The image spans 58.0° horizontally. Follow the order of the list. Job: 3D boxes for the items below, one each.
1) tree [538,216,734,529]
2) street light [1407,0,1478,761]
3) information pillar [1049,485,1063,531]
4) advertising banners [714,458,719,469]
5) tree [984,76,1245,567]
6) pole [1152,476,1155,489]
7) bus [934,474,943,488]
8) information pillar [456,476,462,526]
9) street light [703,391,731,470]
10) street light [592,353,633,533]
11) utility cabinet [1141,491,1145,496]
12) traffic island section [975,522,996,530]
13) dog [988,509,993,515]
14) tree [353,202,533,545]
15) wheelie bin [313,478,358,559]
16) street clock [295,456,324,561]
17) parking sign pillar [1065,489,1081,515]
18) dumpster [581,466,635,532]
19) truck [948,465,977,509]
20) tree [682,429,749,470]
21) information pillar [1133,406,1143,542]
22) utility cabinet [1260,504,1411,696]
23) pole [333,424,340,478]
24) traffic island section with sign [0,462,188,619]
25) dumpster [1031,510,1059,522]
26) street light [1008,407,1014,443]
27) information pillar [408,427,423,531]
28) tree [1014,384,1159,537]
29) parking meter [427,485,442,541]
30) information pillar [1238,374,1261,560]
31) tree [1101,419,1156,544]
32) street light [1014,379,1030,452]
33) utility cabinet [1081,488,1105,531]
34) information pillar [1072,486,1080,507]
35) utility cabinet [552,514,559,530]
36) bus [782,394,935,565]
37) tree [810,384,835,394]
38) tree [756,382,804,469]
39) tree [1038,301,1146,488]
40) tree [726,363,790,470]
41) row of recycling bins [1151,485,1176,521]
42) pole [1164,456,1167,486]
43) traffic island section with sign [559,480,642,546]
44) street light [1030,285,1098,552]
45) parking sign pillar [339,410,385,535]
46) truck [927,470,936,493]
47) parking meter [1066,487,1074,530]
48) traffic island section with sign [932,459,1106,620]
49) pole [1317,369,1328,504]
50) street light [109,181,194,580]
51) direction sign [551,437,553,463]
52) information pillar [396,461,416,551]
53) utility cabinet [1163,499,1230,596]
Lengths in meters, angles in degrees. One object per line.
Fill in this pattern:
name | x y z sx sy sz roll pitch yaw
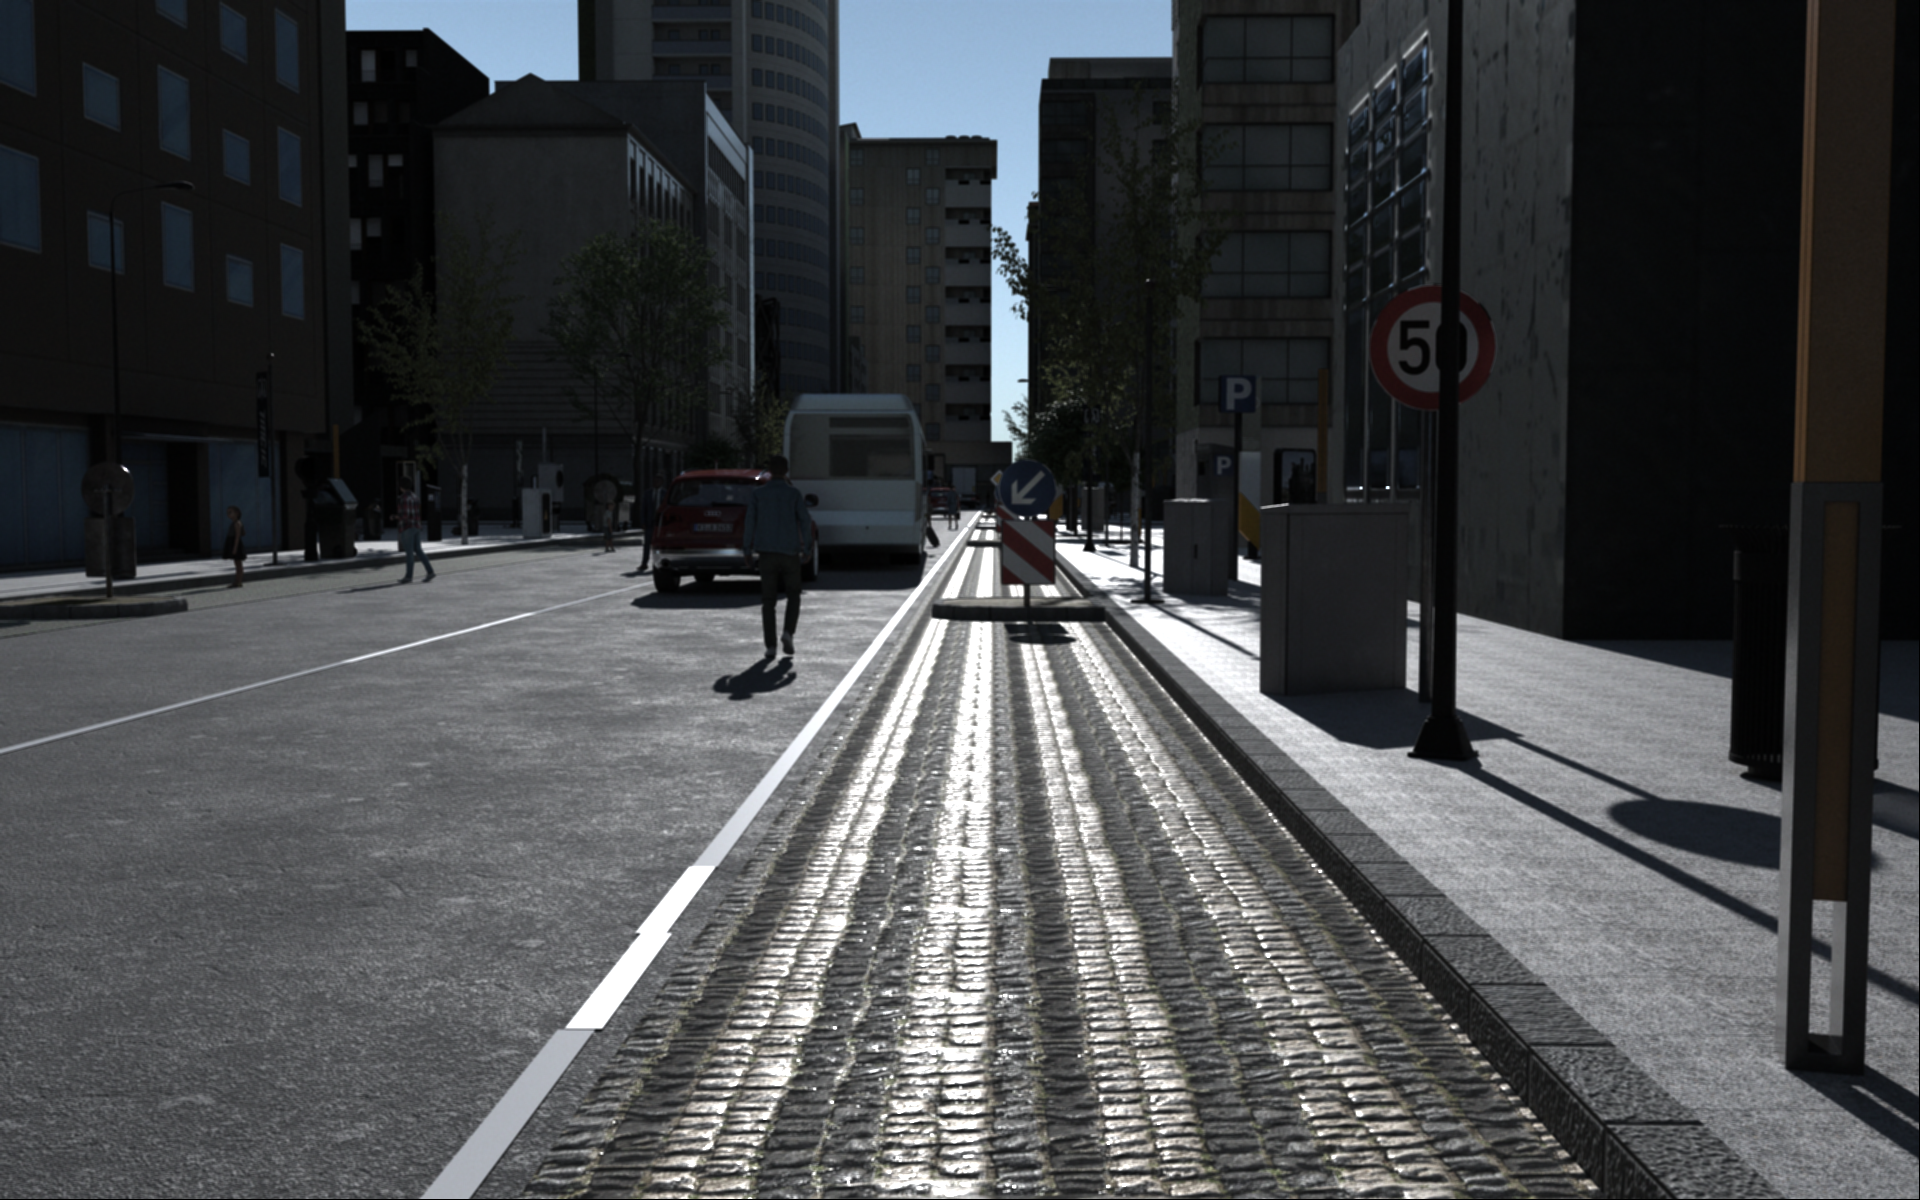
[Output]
tree | -11.978 -8.485 64.491 9.928 11.665 9.643 0 3 0
street light | 1.828 -2.189 8.334 1.470 5.913 1.316 0 4 1
information pillar | 3.333 -4.217 60.297 0.504 3.616 0.183 0 4 -6
advertising banners | -12.110 -5.380 84.156 0.090 3.025 2.074 1 4 15
tree | 2.876 -4.897 30.423 4.737 8.622 4.395 0 3 0
pole | 12.757 -7.369 114.325 0.158 3.312 0.155 0 3 0
bus | -3.636 -13.270 208.504 2.896 3.916 12.252 0 4 3
information pillar | -20.301 -4.039 70.530 0.304 2.012 0.304 -2 4 -30
street light | -11.031 -6.475 78.406 1.470 5.913 1.316 0 4 1
street light | -11.497 -5.184 57.294 1.470 5.913 1.316 0 4 1
utility cabinet | 11.711 -6.201 110.072 0.318 1.500 1.173 1 4 17
traffic island section | 1.627 -2.944 70.415 2.009 0.180 2.903 0 4 1
dog | 1.881 -5.404 107.648 0.540 0.507 0.406 2 4 27
tree | -12.700 -5.705 43.642 4.737 8.622 4.395 0 3 0
wheelie bin | -12.522 -1.638 34.690 0.693 1.594 0.980 0 4 6
street clock | -12.416 -1.744 33.085 0.358 2.002 0.471 3 5 44
parking sign pillar | 6.980 -7.250 107.002 1.447 3.967 1.447 -2 4 -24
dumpster | -12.066 -3.476 59.334 1.502 2.255 1.985 0 4 1
truck | 0.299 -11.215 172.283 2.839 4.237 11.283 0 4 -1
tree | -12.446 -6.379 88.010 4.285 4.588 4.351 0 3 0
information pillar | 4.767 -3.376 46.545 0.183 3.616 0.504 -1 4 -14
utility cabinet | 2.443 -0.009 11.312 1.020 1.237 0.306 -2 4 -28
pole | -18.249 -3.479 50.731 0.158 3.312 0.155 0 3 0
traffic island section with sign | -10.441 -0.737 20.686 1.989 1.847 2.006 0 4 1
dumpster | 3.905 -4.741 80.003 1.502 2.255 1.985 0 4 1
street light | 3.428 -7.314 92.131 1.470 5.913 1.316 0 4 1
information pillar | -19.014 -4.221 60.374 0.183 3.616 0.504 2 4 28
tree | 3.405 -4.181 52.080 4.285 4.588 4.351 0 3 0
parking meter | -14.394 -2.385 47.411 0.372 1.533 0.369 0 3 0
information pillar | 5.676 -2.600 33.865 0.504 3.616 0.183 -2 4 -29
tree | 4.316 -3.077 44.903 1.663 3.219 1.824 0 3 0
street light | 3.030 -5.968 70.124 1.470 5.913 1.316 0 4 1
utility cabinet | 4.568 -3.120 59.696 0.318 1.500 1.173 -2 4 -24
information pillar | 7.062 -6.977 105.430 0.504 3.616 0.183 1 4 21
utility cabinet | -14.893 -3.237 61.609 1.173 1.500 0.318 0 4 -7
bus | -2.049 -2.661 38.368 2.948 3.499 13.247 0 4 -1
tree | -10.738 -13.021 147.301 7.601 10.594 8.767 2 4 34
tree | -11.703 -10.000 113.855 4.737 8.622 4.395 0 3 0
tree | 4.919 -7.046 65.566 4.360 8.622 3.978 0 3 0
tree | -11.367 -9.018 97.800 4.360 8.622 3.978 0 3 0
row of recycling bins | 9.827 -4.679 83.618 1.069 1.692 3.534 1 4 15
pole | 11.011 -6.063 92.965 0.158 3.312 0.155 0 3 0
traffic island section with sign | -9.918 -2.415 48.111 1.989 1.847 2.006 0 4 1
street light | 2.360 -4.041 38.611 1.470 5.913 1.316 0 4 1
parking sign pillar | -19.179 -4.090 55.345 1.447 3.967 1.447 -1 4 -13
truck | -3.712 -11.577 179.036 2.967 4.110 18.799 0 4 1
parking meter | 3.960 -3.259 61.693 0.372 1.533 0.369 0 3 0
traffic island section with sign | 0.676 -0.724 20.462 1.989 1.847 2.006 0 4 1
pole | 5.919 -2.107 28.300 0.158 3.312 0.155 0 3 0
street light | -12.086 -3.264 25.906 1.470 5.913 1.316 0 4 1
direction sign | -16.143 -4.681 68.531 0.379 3.537 0.876 -1 4 -11
information pillar | -12.415 -2.102 38.859 0.304 2.012 0.304 3 5 40
utility cabinet | 3.012 -0.675 22.200 0.306 1.237 1.020 -2 4 -30
